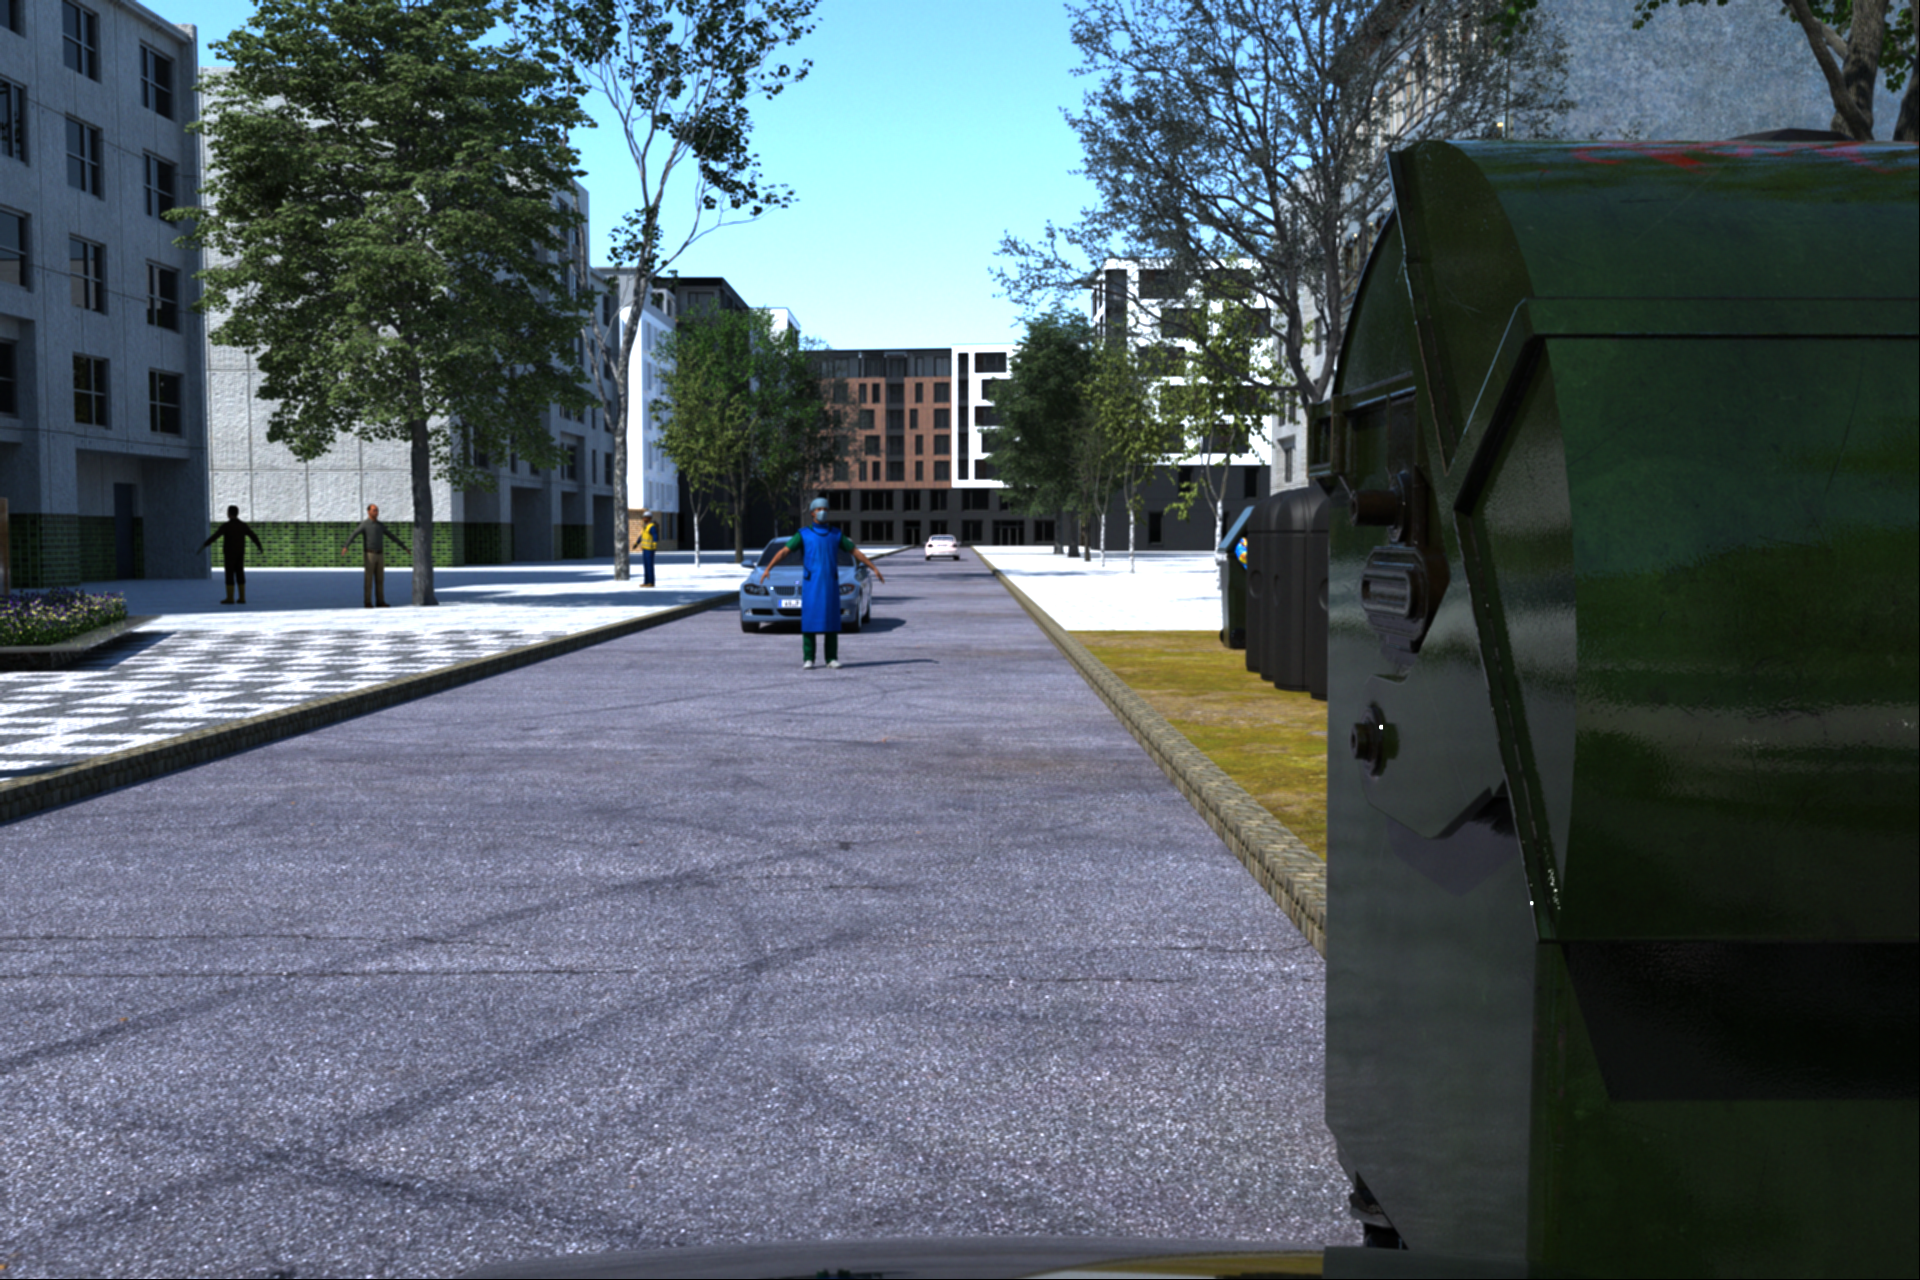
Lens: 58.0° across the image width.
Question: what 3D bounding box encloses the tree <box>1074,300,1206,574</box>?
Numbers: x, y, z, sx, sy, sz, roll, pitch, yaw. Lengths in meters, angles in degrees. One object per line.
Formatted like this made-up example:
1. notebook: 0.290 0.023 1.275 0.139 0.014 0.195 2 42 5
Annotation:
1. tree: 5.758 -6.429 55.478 4.737 8.622 4.395 0 3 0

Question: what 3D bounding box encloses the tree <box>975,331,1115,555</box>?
1. tree: 6.058 -12.295 107.681 9.857 13.997 8.962 0 3 0

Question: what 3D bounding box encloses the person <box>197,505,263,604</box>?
1. person: -13.387 -1.575 31.896 0.704 1.812 1.346 2 4 33

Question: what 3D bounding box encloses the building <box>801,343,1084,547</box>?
1. building: -0.967 -21.592 199.466 32.646 21.610 27.936 1 4 9

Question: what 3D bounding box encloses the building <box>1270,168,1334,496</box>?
1. building: 25.021 -12.864 76.792 16.747 18.905 31.486 0 3 0

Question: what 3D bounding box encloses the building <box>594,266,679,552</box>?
1. building: -27.221 -16.344 123.646 16.016 20.090 11.380 0 4 0

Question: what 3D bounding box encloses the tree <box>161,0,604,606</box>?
1. tree: -10.001 -6.878 30.582 7.486 12.596 7.792 0 3 0

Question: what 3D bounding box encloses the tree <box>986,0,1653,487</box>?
1. tree: 6.035 -7.253 28.961 12.009 13.543 11.850 0 3 0

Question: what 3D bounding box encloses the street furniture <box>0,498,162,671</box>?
1. street furniture: -11.789 -0.645 17.395 11.010 1.723 9.812 -1 4 -19

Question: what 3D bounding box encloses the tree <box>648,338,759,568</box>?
1. tree: -9.835 -7.020 65.133 4.737 8.622 4.395 0 3 0

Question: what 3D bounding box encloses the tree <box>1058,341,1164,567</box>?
1. tree: 5.392 -7.128 66.899 4.360 8.622 3.978 0 3 0

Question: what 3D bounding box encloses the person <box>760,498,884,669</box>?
1. person: -1.480 -0.605 18.473 1.347 1.817 0.704 -1 4 -17

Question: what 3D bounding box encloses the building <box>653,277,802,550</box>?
1. building: -29.452 -18.971 154.146 27.936 21.610 32.646 0 4 0

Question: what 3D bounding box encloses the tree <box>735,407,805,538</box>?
1. tree: -10.099 -8.749 93.414 4.737 8.622 4.395 0 3 0

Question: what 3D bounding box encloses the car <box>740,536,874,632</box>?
1. car: -2.312 -0.901 26.740 2.014 1.417 4.499 0 3 0

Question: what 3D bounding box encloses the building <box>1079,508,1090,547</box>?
1. building: 21.902 -20.957 173.583 19.493 23.208 18.063 0 4 0

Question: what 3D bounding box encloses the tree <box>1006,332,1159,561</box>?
1. tree: 5.647 -8.949 80.728 7.601 10.594 8.767 -1 4 -16

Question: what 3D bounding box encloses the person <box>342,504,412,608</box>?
1. person: -10.182 -1.459 30.125 0.705 1.796 1.348 3 4 39

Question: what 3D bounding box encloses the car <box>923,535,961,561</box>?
1. car: -0.979 -5.060 95.095 2.083 1.381 4.827 0 4 -1

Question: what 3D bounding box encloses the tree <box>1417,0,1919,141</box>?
1. tree: 4.650 -5.064 8.545 9.928 11.665 9.643 0 3 0

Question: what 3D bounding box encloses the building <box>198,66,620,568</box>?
1. building: -27.620 -13.158 81.596 16.747 18.905 31.486 0 4 1

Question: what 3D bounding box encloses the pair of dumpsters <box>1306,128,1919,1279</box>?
1. pair of dumpsters: 2.803 0.141 2.652 4.436 2.255 1.574 0 4 -1

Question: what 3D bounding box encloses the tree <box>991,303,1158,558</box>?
1. tree: 6.227 -11.485 94.434 9.857 13.997 8.962 0 3 0

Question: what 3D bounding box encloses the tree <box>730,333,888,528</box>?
1. tree: -9.459 -11.930 105.427 12.009 13.543 11.850 0 3 0

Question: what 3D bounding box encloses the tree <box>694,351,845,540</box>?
1. tree: -9.325 -9.189 84.654 8.767 10.594 7.601 1 4 13

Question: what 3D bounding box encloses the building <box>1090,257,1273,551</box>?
1. building: 24.621 -18.367 144.280 27.936 21.610 32.646 0 4 0

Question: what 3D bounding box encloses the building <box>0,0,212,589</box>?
1. building: -29.938 -10.209 33.382 16.747 18.905 31.486 0 4 0

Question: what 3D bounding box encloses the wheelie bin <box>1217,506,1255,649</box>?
1. wheelie bin: 3.279 -0.711 19.537 0.693 1.594 0.980 0 4 -1

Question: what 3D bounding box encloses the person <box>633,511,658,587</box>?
1. person: -7.551 -2.193 41.821 0.705 1.833 1.349 -2 4 -32

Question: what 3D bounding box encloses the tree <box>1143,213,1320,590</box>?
1. tree: 6.034 -5.458 39.599 4.737 8.622 4.395 0 3 0

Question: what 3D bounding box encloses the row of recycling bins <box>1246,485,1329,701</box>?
1. row of recycling bins: 3.099 -0.467 14.750 1.069 1.692 3.534 0 4 -1

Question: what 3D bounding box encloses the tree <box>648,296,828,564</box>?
1. tree: -9.587 -9.136 75.129 9.928 11.665 9.643 0 3 0

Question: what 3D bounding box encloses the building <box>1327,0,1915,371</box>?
1. building: 21.587 -13.258 47.705 19.493 23.208 18.063 0 4 0

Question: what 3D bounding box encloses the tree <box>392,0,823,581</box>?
1. tree: -10.022 -11.790 48.650 12.611 20.169 13.585 0 3 0
